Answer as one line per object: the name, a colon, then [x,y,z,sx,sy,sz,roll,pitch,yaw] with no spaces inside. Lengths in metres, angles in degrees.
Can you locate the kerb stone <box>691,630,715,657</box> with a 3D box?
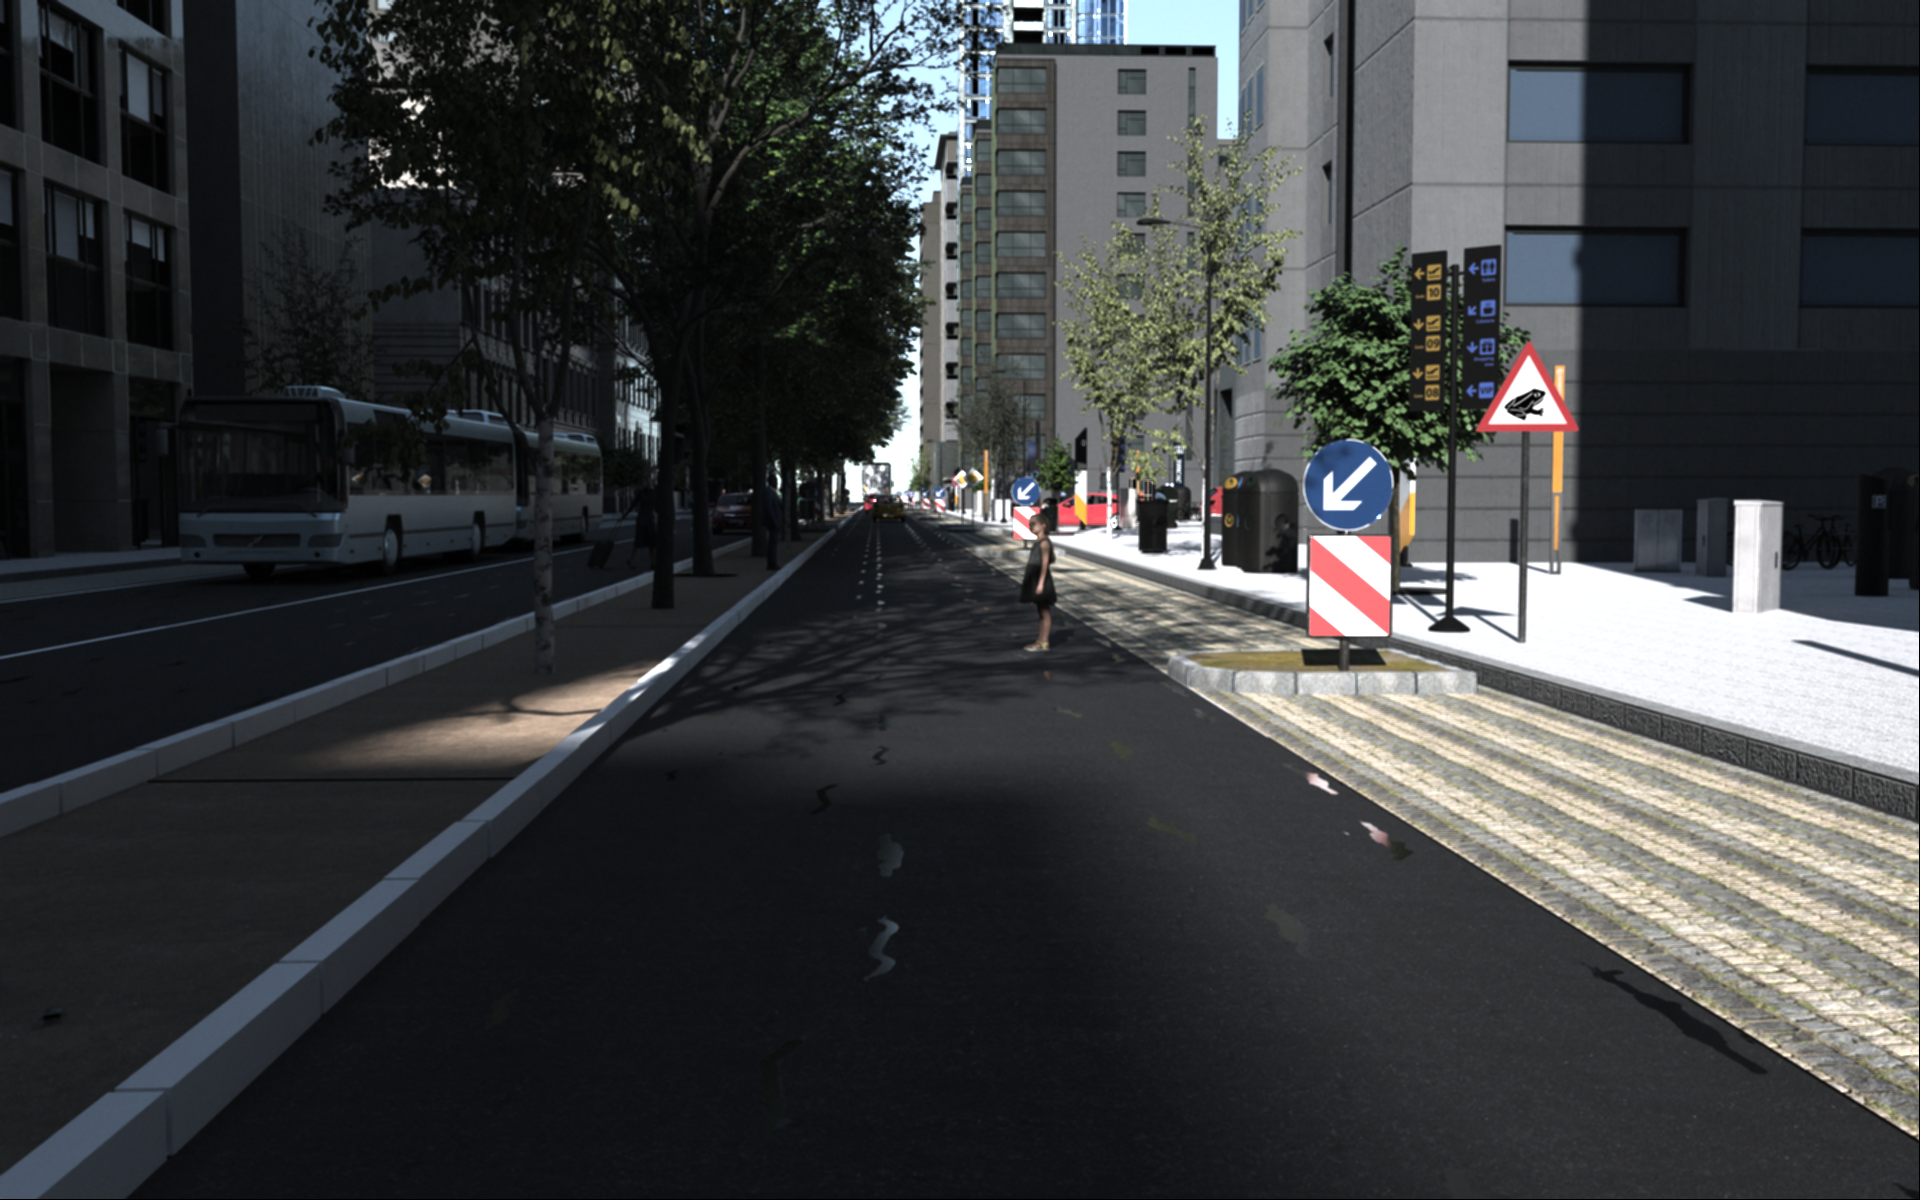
kerb stone: [-2.324,0.410,15.493,0.120,0.150,1.000,0,4,-3]

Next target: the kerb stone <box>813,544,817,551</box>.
kerb stone: [-3.608,-1.217,42.138,0.120,0.150,1.000,0,4,-3]

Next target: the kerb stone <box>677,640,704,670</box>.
kerb stone: [-2.275,0.472,14.472,0.120,0.150,1.000,0,4,-3]

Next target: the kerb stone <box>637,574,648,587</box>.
kerb stone: [-4.963,-0.270,26.657,0.120,0.150,1.000,0,4,-3]

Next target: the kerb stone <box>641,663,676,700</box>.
kerb stone: [-2.179,0.597,12.430,0.120,0.150,1.000,0,4,-3]

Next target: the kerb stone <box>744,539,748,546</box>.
kerb stone: [-5.943,-1.527,47.162,0.120,0.150,1.000,0,4,-3]

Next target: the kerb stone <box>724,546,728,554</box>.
kerb stone: [-5.654,-1.150,41.006,0.120,0.150,1.000,0,4,-3]

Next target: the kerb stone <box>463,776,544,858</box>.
kerb stone: [-1.926,0.910,7.311,0.120,0.150,1.000,0,4,-3]

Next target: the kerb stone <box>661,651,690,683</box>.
kerb stone: [-2.228,0.535,13.451,0.120,0.150,1.000,0,4,-3]

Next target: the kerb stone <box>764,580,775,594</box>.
kerb stone: [-2.761,-0.154,24.719,0.120,0.150,1.000,0,4,-3]

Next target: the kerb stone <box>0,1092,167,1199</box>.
kerb stone: [-1.742,1.161,3.220,0.120,0.150,1.000,0,4,-3]

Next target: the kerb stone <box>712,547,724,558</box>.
kerb stone: [-5.601,-1.084,39.980,0.120,0.150,1.000,0,4,-3]

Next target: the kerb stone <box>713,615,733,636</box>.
kerb stone: [-2.426,0.285,17.541,0.120,0.150,1.000,0,4,-3]

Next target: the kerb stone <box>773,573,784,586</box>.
kerb stone: [-2.855,-0.280,26.773,0.120,0.150,1.000,0,4,-3]

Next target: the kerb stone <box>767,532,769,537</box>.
kerb stone: [-6.578,-2.341,60.478,0.120,0.150,1.000,0,4,-3]

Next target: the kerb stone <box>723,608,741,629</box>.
kerb stone: [-2.476,0.225,18.572,0.120,0.150,1.000,0,4,-3]

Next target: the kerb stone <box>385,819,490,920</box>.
kerb stone: [-1.890,0.973,6.289,0.120,0.150,1.000,0,4,-3]

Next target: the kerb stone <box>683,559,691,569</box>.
kerb stone: [-5.258,-0.649,32.802,0.120,0.150,1.000,0,4,-3]

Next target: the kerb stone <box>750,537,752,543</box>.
kerb stone: [-6.044,-1.652,49.204,0.120,0.150,1.000,0,4,-3]

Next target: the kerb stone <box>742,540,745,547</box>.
kerb stone: [-5.896,-1.465,46.141,0.120,0.150,1.000,0,4,-3]

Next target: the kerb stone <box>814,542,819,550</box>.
kerb stone: [-3.650,-1.283,43.167,0.120,0.150,1.000,0,4,-3]

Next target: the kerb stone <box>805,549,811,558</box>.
kerb stone: [-3.401,-0.965,38.042,0.120,0.150,1.000,0,4,-3]

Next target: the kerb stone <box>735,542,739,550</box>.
kerb stone: [-5.800,-1.336,44.086,0.120,0.150,1.000,0,4,-3]

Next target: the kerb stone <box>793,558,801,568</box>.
kerb stone: [-3.162,-0.651,32.917,0.120,0.150,1.000,0,4,-3]

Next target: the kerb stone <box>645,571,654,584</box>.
kerb stone: [-5.017,-0.336,27.685,0.120,0.150,1.000,0,4,-3]

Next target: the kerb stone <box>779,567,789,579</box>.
kerb stone: [-2.969,-0.406,28.832,0.120,0.150,1.000,0,4,-3]

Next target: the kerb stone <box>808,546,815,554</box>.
kerb stone: [-3.500,-1.094,40.090,0.120,0.150,1.000,0,4,-3]

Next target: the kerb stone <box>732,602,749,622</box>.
kerb stone: [-2.516,0.159,19.600,0.120,0.150,1.000,0,4,-3]

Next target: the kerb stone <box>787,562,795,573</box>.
kerb stone: [-3.066,-0.531,30.874,0.120,0.150,1.000,0,4,-3]

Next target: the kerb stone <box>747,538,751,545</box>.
kerb stone: [-5.989,-1.585,48.184,0.120,0.150,1.000,0,4,-3]

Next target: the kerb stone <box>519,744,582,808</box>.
kerb stone: [-1.978,0.853,8.343,0.120,0.150,1.000,0,4,-3]

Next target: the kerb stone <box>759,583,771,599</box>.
kerb stone: [-2.710,-0.091,23.691,0.120,0.150,1.000,0,4,-3]

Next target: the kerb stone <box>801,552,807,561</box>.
kerb stone: [-3.307,-0.844,35.991,0.120,0.150,1.000,0,4,-3]

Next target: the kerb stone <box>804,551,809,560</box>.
kerb stone: [-3.360,-0.907,37.020,0.120,0.150,1.000,0,4,-3]

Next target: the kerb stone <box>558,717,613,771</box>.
kerb stone: [-2.031,0.786,9.367,0.120,0.150,1.000,0,4,-3]

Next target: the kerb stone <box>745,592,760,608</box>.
kerb stone: [-2.623,0.034,21.644,0.120,0.150,1.000,0,4,-3]

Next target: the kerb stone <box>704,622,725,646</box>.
kerb stone: [-2.374,0.347,16.517,0.120,0.150,1.000,0,4,-3]

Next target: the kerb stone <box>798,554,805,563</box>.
kerb stone: [-3.256,-0.779,34.966,0.120,0.150,1.000,0,4,-3]

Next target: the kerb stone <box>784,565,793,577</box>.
kerb stone: [-3.008,-0.464,29.854,0.120,0.150,1.000,0,4,-3]

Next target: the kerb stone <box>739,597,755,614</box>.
kerb stone: [-2.572,0.096,20.621,0.120,0.150,1.000,0,4,-3]

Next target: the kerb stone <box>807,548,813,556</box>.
kerb stone: [-3.452,-1.028,39.063,0.120,0.150,1.000,0,4,-3]

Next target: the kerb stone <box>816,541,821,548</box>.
kerb stone: [-3.698,-1.344,44.197,0.120,0.150,1.000,0,4,-3]

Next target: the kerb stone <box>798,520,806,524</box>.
kerb stone: [-7.783,-3.878,85.604,0.120,0.150,1.000,0,4,-3]

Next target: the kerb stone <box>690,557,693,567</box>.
kerb stone: [-5.306,-0.711,33.823,0.120,0.150,1.000,0,4,-3]

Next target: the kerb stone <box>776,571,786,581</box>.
kerb stone: [-2.914,-0.335,27.797,0.120,0.150,1.000,0,4,-3]

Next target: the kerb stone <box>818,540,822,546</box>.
kerb stone: [-3.744,-1.408,45.221,0.120,0.150,1.000,0,4,-3]

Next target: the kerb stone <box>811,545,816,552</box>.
kerb stone: [-3.550,-1.157,41.117,0.120,0.150,1.000,0,4,-3]

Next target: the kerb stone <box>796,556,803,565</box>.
kerb stone: [-3.206,-0.718,33.940,0.120,0.150,1.000,0,4,-3]

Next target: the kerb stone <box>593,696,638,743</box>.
kerb stone: [-2.077,0.725,10.388,0.120,0.150,1.000,0,4,-3]

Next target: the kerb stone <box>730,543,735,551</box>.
kerb stone: [-5.750,-1.276,43.065,0.120,0.150,1.000,0,4,-3]

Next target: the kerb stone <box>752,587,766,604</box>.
kerb stone: [-2.668,-0.029,22.667,0.120,0.150,1.000,0,4,-3]

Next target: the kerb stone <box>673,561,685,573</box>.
kerb stone: [-5.216,-0.585,31.781,0.120,0.150,1.000,0,4,-3]

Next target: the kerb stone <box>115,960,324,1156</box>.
kerb stone: [-1.788,1.098,4.242,0.120,0.150,1.000,0,4,-3]

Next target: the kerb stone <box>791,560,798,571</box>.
kerb stone: [-3.113,-0.593,31.896,0.120,0.150,1.000,0,4,-3]

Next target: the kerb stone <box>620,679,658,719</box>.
kerb stone: [-2.128,0.665,11.409,0.120,0.150,1.000,0,4,-3]

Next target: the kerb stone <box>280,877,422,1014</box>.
kerb stone: [-1.836,1.036,5.263,0.120,0.150,1.000,0,4,-3]

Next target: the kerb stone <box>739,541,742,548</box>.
kerb stone: [-5.847,-1.399,45.120,0.120,0.150,1.000,0,4,-3]

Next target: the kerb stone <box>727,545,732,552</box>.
kerb stone: [-5.701,-1.202,42.037,0.120,0.150,1.000,0,4,-3]

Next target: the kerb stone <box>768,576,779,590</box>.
kerb stone: [-2.814,-0.217,25.748,0.120,0.150,1.000,0,4,-3]
